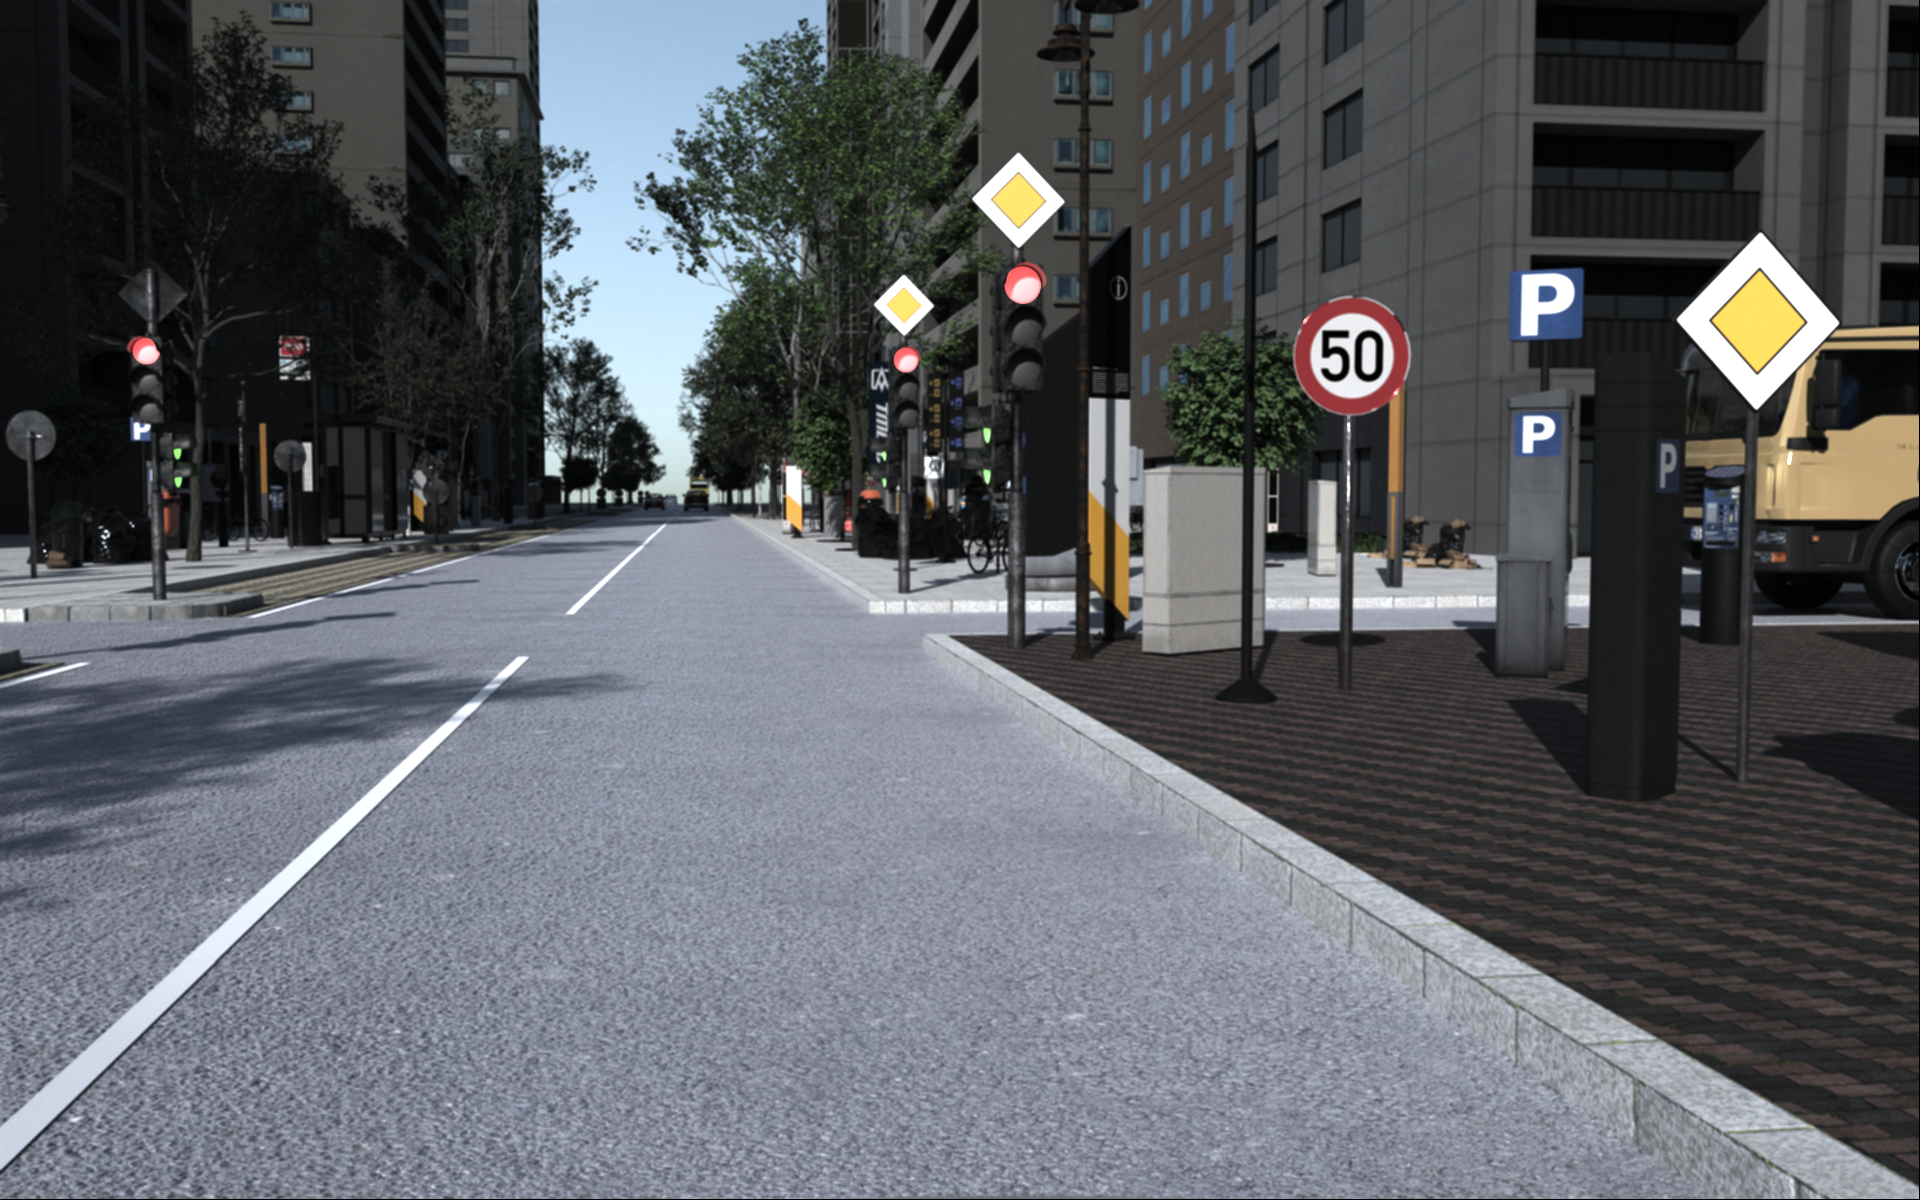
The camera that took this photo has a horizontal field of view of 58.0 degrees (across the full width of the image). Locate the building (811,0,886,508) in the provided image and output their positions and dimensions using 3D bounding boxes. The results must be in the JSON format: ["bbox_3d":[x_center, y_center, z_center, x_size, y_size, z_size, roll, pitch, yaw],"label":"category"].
[{"bbox_3d":[-6.909,-46.889,204.885,20.563,71.187,20.611,-1,4,-9],"label":"building"}]

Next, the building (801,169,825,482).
[{"bbox_3d":[-8.188,-40.047,244.013,28.713,52.752,27.495,-1,4,-9],"label":"building"}]

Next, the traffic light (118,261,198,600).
[{"bbox_3d":[-9.698,-1.957,20.911,0.839,4.253,0.868,-1,4,-9],"label":"traffic light"}]

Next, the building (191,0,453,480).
[{"bbox_3d":[-50.928,-30.974,130.135,21.300,48.544,21.600,-1,4,-9],"label":"building"}]

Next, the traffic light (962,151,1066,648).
[{"bbox_3d":[0.454,-1.557,14.382,0.839,4.253,0.868,-1,4,-9],"label":"traffic light"}]

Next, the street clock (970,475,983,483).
[{"bbox_3d":[0.629,-3.739,65.703,0.471,2.002,0.358,0,4,-7],"label":"street clock"}]

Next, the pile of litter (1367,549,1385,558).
[{"bbox_3d":[8.946,-1.262,34.606,1.176,0.858,1.719,-2,4,-29],"label":"pile of litter"}]

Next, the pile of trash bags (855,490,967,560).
[{"bbox_3d":[-1.283,-1.574,35.485,1.912,1.369,3.447,-2,4,-27],"label":"pile of trash bags"}]

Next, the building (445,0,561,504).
[{"bbox_3d":[-65.674,-48.811,236.315,20.563,71.187,20.611,-1,4,-9],"label":"building"}]

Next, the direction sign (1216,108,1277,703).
[{"bbox_3d":[1.785,-1.143,10.691,0.379,3.537,0.876,1,4,11],"label":"direction sign"}]

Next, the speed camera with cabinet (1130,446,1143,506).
[{"bbox_3d":[3.774,-2.411,33.753,2.038,3.252,0.660,-1,4,-20],"label":"speed camera with cabinet"}]

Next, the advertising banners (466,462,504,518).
[{"bbox_3d":[-25.799,-5.988,94.084,2.074,3.025,0.090,0,4,8],"label":"advertising banners"}]

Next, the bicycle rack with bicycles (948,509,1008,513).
[{"bbox_3d":[0.631,-1.718,41.464,2.852,0.926,2.925,-1,4,-14],"label":"bicycle rack with bicycles"}]

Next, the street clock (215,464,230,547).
[{"bbox_3d":[-17.843,-2.284,41.916,0.358,2.002,0.471,-1,4,-15],"label":"street clock"}]

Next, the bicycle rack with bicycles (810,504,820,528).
[{"bbox_3d":[-4.303,-3.185,65.459,2.852,0.926,2.925,1,4,19],"label":"bicycle rack with bicycles"}]

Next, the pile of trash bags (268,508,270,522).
[{"bbox_3d":[-31.850,-4.248,79.204,3.447,1.369,1.912,-2,4,-24],"label":"pile of trash bags"}]

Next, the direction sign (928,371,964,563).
[{"bbox_3d":[-0.267,-2.461,32.234,0.876,3.537,0.379,3,5,41],"label":"direction sign"}]

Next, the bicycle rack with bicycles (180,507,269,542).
[{"bbox_3d":[-20.437,-2.023,46.452,2.925,0.926,2.852,2,4,29],"label":"bicycle rack with bicycles"}]

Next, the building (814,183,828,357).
[{"bbox_3d":[-11.797,-32.981,222.833,14.154,41.232,14.086,-1,4,-9],"label":"building"}]

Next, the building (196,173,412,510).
[{"bbox_3d":[-50.244,-15.935,105.574,27.650,21.520,28.899,-1,4,-9],"label":"building"}]

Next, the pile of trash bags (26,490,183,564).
[{"bbox_3d":[-16.124,-1.441,33.308,1.912,1.369,3.447,1,4,8],"label":"pile of trash bags"}]

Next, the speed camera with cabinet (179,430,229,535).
[{"bbox_3d":[-23.305,-3.564,52.612,0.660,3.252,2.038,3,4,36],"label":"speed camera with cabinet"}]

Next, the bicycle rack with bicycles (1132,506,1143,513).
[{"bbox_3d":[7.172,-2.666,56.966,2.852,0.926,2.925,1,4,17],"label":"bicycle rack with bicycles"}]

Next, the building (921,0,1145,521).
[{"bbox_3d":[9.916,-28.418,88.333,21.300,48.544,21.600,-1,4,-9],"label":"building"}]

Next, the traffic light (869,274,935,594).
[{"bbox_3d":[-0.741,-2.040,22.278,0.839,4.253,0.868,-1,4,-9],"label":"traffic light"}]

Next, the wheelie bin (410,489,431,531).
[{"bbox_3d":[-18.944,-3.227,60.666,0.980,1.594,0.693,3,5,42],"label":"wheelie bin"}]

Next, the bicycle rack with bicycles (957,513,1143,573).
[{"bbox_3d":[1.769,-0.860,27.450,2.852,0.926,2.925,-2,4,-28],"label":"bicycle rack with bicycles"}]

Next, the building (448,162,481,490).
[{"bbox_3d":[-49.654,-23.100,149.382,14.160,30.474,14.107,-1,4,-9],"label":"building"}]

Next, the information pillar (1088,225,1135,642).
[{"bbox_3d":[1.290,-1.450,15.069,0.504,3.616,0.183,-3,4,-37],"label":"information pillar"}]

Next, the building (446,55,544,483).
[{"bbox_3d":[-66.357,-38.106,212.265,28.713,52.752,27.495,-1,4,-9],"label":"building"}]

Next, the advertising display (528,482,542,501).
[{"bbox_3d":[-23.302,-5.490,94.971,0.974,1.923,0.123,2,4,34],"label":"advertising display"}]

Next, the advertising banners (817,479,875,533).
[{"bbox_3d":[-3.724,-3.762,57.696,2.074,3.025,0.090,0,4,4],"label":"advertising banners"}]

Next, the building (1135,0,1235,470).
[{"bbox_3d":[14.960,-25.256,63.047,14.600,45.320,14.200,-1,4,-9],"label":"building"}]

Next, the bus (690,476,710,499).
[{"bbox_3d":[-36.044,-15.177,239.688,2.896,3.916,12.252,0,4,-8],"label":"bus"}]

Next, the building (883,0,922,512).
[{"bbox_3d":[4.961,-35.841,128.005,21.231,58.520,28.212,-1,4,-9],"label":"building"}]

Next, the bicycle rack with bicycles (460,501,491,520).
[{"bbox_3d":[-24.429,-4.480,86.636,2.925,0.926,2.852,-3,4,-36],"label":"bicycle rack with bicycles"}]

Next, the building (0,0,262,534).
[{"bbox_3d":[-37.739,-38.159,62.155,20.563,71.187,20.611,-1,4,-9],"label":"building"}]

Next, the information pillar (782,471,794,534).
[{"bbox_3d":[-5.487,-3.112,55.368,0.304,2.012,0.304,1,4,19],"label":"information pillar"}]

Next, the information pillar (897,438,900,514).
[{"bbox_3d":[-2.164,-4.461,64.294,0.183,3.616,0.504,2,4,31],"label":"information pillar"}]

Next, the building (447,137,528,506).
[{"bbox_3d":[-56.192,-31.138,192.703,14.154,41.232,14.086,-1,4,-9],"label":"building"}]

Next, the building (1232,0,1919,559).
[{"bbox_3d":[20.025,-37.014,43.429,20.611,71.187,20.563,-1,4,-9],"label":"building"}]

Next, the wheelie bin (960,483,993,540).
[{"bbox_3d":[0.497,-2.493,48.675,0.980,1.594,0.693,-2,4,-29],"label":"wheelie bin"}]

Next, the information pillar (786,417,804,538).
[{"bbox_3d":[-4.818,-3.614,50.438,0.504,3.616,0.183,0,4,8],"label":"information pillar"}]

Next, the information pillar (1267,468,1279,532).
[{"bbox_3d":[8.860,-2.722,48.992,0.304,2.012,0.304,1,4,13],"label":"information pillar"}]

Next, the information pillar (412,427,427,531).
[{"bbox_3d":[-18.553,-4.169,59.522,0.183,3.616,0.504,3,5,40],"label":"information pillar"}]

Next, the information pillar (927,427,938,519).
[{"bbox_3d":[-0.802,-3.645,50.947,0.183,3.616,0.504,-3,4,-36],"label":"information pillar"}]

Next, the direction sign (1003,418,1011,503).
[{"bbox_3d":[1.314,-3.643,51.564,0.379,3.537,0.876,2,4,34],"label":"direction sign"}]

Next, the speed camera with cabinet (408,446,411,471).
[{"bbox_3d":[-23.032,-4.780,72.492,0.660,3.252,2.038,0,4,-4],"label":"speed camera with cabinet"}]

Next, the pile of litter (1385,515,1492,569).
[{"bbox_3d":[8.427,-0.986,30.082,1.176,0.858,1.719,-1,4,-21],"label":"pile of litter"}]
